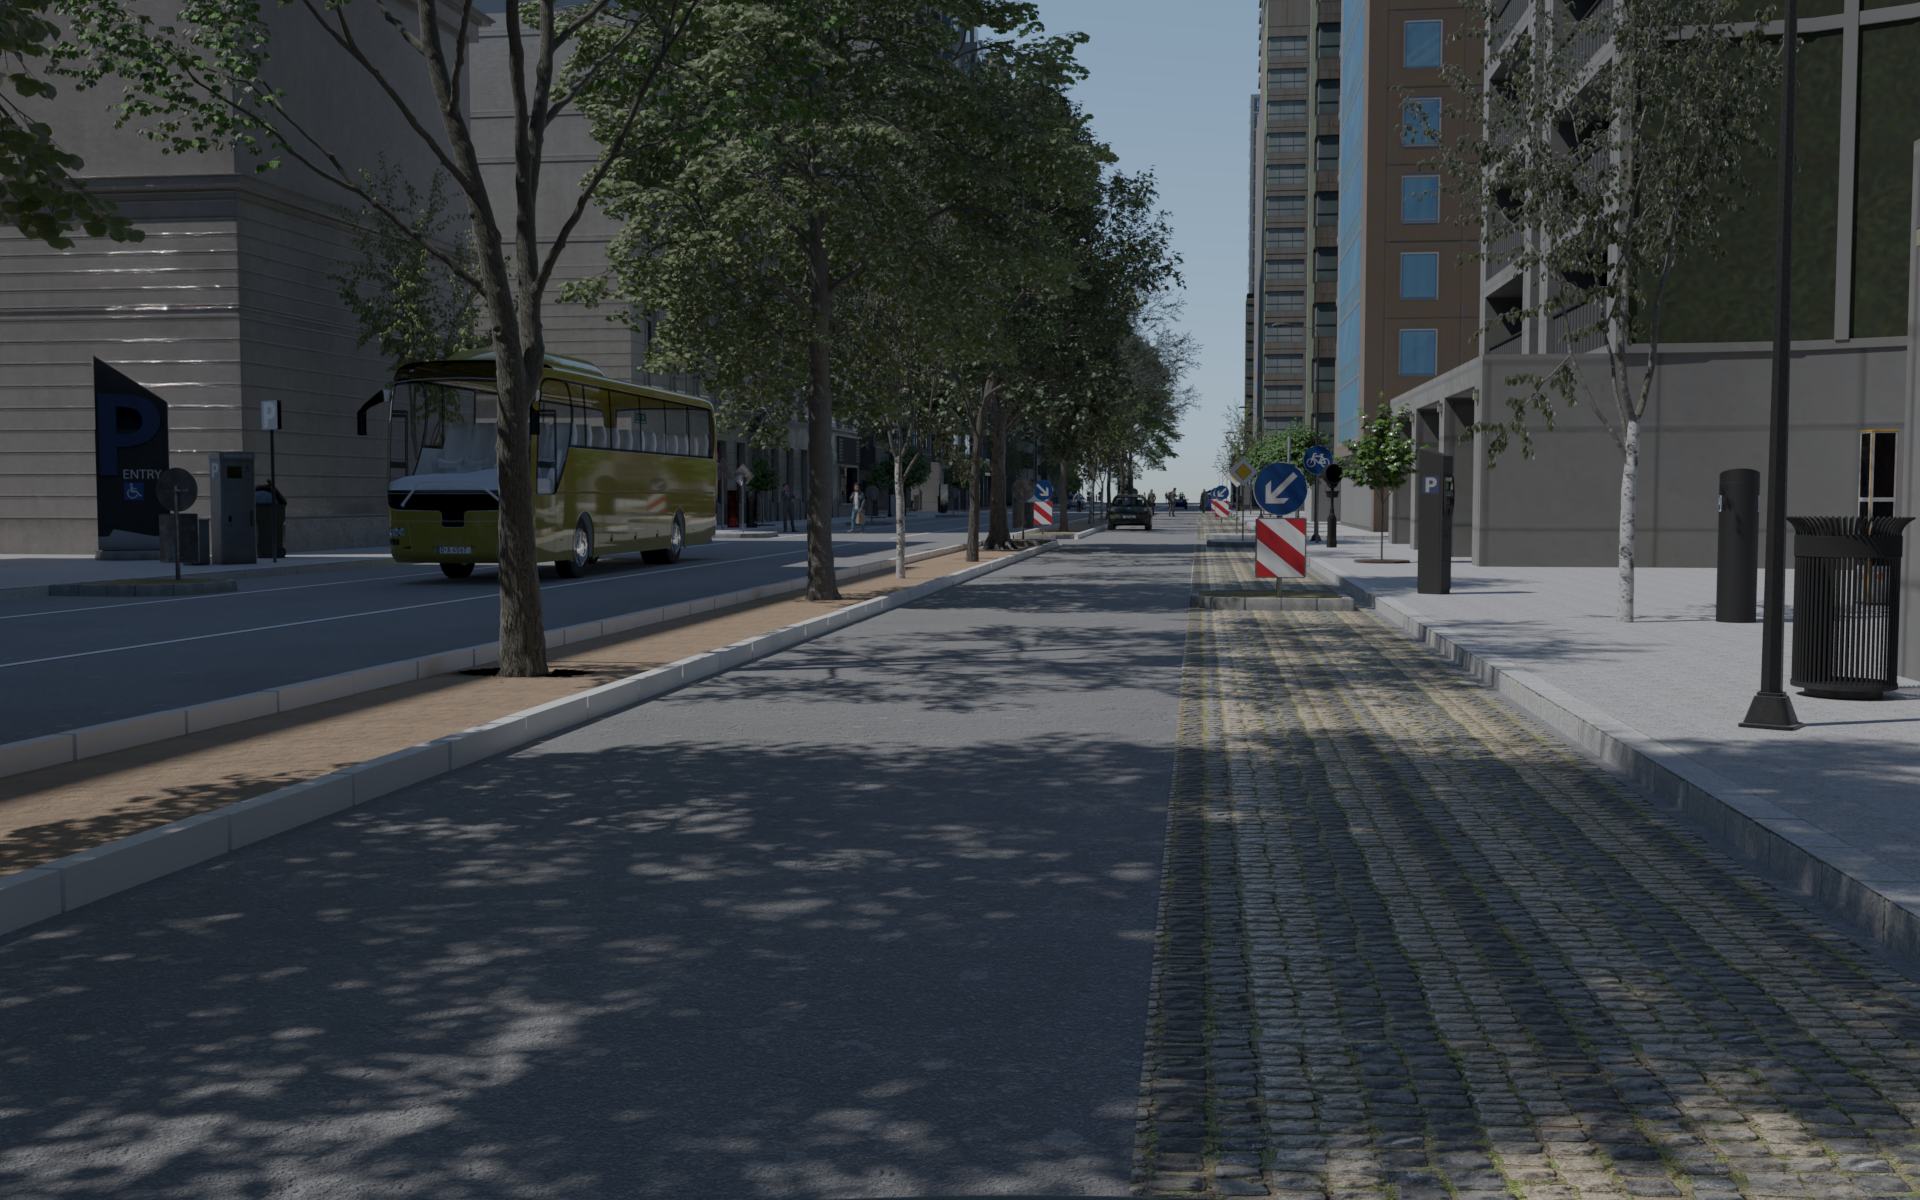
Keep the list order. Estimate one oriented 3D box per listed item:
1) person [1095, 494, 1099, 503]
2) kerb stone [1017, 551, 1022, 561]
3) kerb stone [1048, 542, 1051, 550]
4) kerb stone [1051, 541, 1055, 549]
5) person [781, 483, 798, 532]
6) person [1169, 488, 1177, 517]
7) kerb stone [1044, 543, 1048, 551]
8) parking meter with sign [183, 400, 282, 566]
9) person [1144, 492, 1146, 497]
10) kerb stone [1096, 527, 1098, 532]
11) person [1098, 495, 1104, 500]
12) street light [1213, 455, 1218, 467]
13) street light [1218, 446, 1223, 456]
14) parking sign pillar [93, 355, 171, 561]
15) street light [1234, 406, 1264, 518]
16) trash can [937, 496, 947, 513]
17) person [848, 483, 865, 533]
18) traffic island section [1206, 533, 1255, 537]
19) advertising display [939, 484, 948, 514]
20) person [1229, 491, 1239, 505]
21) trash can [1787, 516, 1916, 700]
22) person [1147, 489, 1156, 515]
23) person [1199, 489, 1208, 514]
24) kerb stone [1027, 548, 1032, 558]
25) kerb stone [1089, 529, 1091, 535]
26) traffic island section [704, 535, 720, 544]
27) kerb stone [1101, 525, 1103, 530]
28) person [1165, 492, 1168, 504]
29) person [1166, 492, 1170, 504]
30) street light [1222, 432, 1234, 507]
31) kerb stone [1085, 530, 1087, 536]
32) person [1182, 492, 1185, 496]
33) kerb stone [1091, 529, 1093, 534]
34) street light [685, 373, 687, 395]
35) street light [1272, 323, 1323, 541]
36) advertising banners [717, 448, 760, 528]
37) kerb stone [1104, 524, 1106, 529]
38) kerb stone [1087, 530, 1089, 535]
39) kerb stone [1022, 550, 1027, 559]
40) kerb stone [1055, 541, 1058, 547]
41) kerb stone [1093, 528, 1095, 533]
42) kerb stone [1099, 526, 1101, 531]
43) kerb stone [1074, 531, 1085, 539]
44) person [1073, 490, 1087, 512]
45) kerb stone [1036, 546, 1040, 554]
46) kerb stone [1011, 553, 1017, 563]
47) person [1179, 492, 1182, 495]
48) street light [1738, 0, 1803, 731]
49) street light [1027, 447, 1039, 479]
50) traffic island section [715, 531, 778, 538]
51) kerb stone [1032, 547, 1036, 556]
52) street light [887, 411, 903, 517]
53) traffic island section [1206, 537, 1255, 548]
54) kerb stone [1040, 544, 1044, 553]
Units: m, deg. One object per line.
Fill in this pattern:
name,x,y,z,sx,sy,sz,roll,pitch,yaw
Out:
person,20.125,-14.875,254.924,0.991,1.433,0.599,-3,4,-36
kerb stone,1.166,-0.901,36.928,0.120,0.150,1.000,0,4,8
kerb stone,2.152,-1.333,44.038,0.120,0.150,1.000,0,4,8
kerb stone,2.294,-1.391,45.051,0.120,0.150,1.000,0,4,8
person,-6.427,-3.479,65.184,0.655,1.846,0.447,-1,4,-23
person,13.606,-6.255,110.581,0.447,1.846,0.655,-3,4,-38
kerb stone,2.014,-1.269,43.025,0.120,0.150,1.000,0,4,8
parking meter with sign,-13.311,-2.163,31.632,0.543,3.016,1.738,3,4,38
person,28.677,-15.839,268.193,0.721,1.735,1.217,0,4,-7
kerb stone,4.902,-2.548,63.859,0.120,0.150,1.000,0,4,8
person,16.420,-11.784,201.150,0.705,1.826,1.348,2,4,25
street light,31.060,-14.221,205.050,1.470,5.913,1.316,0,4,8
street light,25.947,-11.917,167.390,1.470,5.913,1.316,0,4,8
parking sign pillar,-16.192,-2.779,33.902,1.447,3.967,1.447,-2,4,-24
street light,15.382,-7.275,91.479,1.470,5.913,1.316,0,4,8
trash can,-1.229,-6.568,119.035,0.748,1.137,0.748,0,3,0
person,-3.681,-3.316,62.709,0.794,1.824,0.713,3,5,41
traffic island section,8.859,-2.021,55.328,2.009,0.180,2.903,0,4,8
advertising display,-1.077,-6.650,113.934,0.123,1.923,0.974,2,4,31
person,33.133,-12.239,208.612,1.348,1.823,0.705,1,4,11
trash can,5.609,0.042,10.967,0.748,1.137,0.748,0,3,0
person,12.988,-6.668,117.918,0.661,1.777,0.834,-1,4,-23
person,17.803,-7.217,126.596,0.694,1.812,0.767,2,4,25
kerb stone,1.452,-1.025,38.963,0.120,0.150,1.000,0,4,8
kerb stone,4.332,-2.299,59.787,0.120,0.150,1.000,0,4,8
traffic island section,-8.324,-1.674,49.645,2.009,0.180,2.903,0,4,8
kerb stone,5.328,-2.733,66.899,0.120,0.150,1.000,0,4,8
person,29.393,-14.489,245.839,0.683,1.767,0.568,0,4,6
person,28.840,-14.022,238.470,1.217,1.736,0.721,-3,5,-41
street light,20.529,-9.578,129.135,1.470,5.913,1.316,0,4,8
kerb stone,4.049,-2.171,57.763,0.120,0.150,1.000,0,4,8
person,32.717,-15.032,255.096,0.721,1.723,1.217,-3,5,-44
kerb stone,4.481,-2.362,60.807,0.120,0.150,1.000,0,4,8
street light,-8.595,-5.207,57.679,1.470,5.913,1.316,0,4,8
street light,9.165,-4.560,47.098,1.470,5.913,1.316,0,4,8
advertising banners,-8.628,-4.272,66.036,2.074,3.025,0.090,1,4,15
kerb stone,5.605,-2.857,68.932,0.120,0.150,1.000,0,4,8
kerb stone,4.189,-2.237,58.775,0.120,0.150,1.000,0,4,8
kerb stone,1.305,-0.963,37.951,0.120,0.150,1.000,0,4,8
kerb stone,2.435,-1.460,46.073,0.120,0.150,1.000,0,4,8
kerb stone,4.623,-2.424,61.829,0.120,0.150,1.000,0,4,8
kerb stone,5.177,-2.672,65.888,0.120,0.150,1.000,0,4,8
kerb stone,3.916,-2.113,56.747,0.120,0.150,1.000,0,4,8
person,9.360,-7.800,136.015,1.348,1.826,0.705,-2,4,-35
kerb stone,1.733,-1.150,40.995,0.120,0.150,1.000,0,4,8
kerb stone,1.026,-0.838,35.916,0.120,0.150,1.000,0,4,8
person,30.739,-14.223,241.767,1.217,1.735,0.721,-1,4,-12
street light,3.937,-2.258,9.454,1.470,5.913,1.316,0,4,8
street light,7.202,-12.190,171.848,1.470,5.913,1.316,0,4,8
traffic island section,-7.228,-2.157,57.554,2.009,0.180,2.903,0,4,8
kerb stone,1.588,-1.087,39.976,0.120,0.150,1.000,0,4,8
street light,-3.357,-7.542,95.846,1.470,5.913,1.316,0,4,8
traffic island section,7.763,-1.537,47.418,2.009,0.180,2.903,0,4,8
kerb stone,1.872,-1.212,42.012,0.120,0.150,1.000,0,4,8
